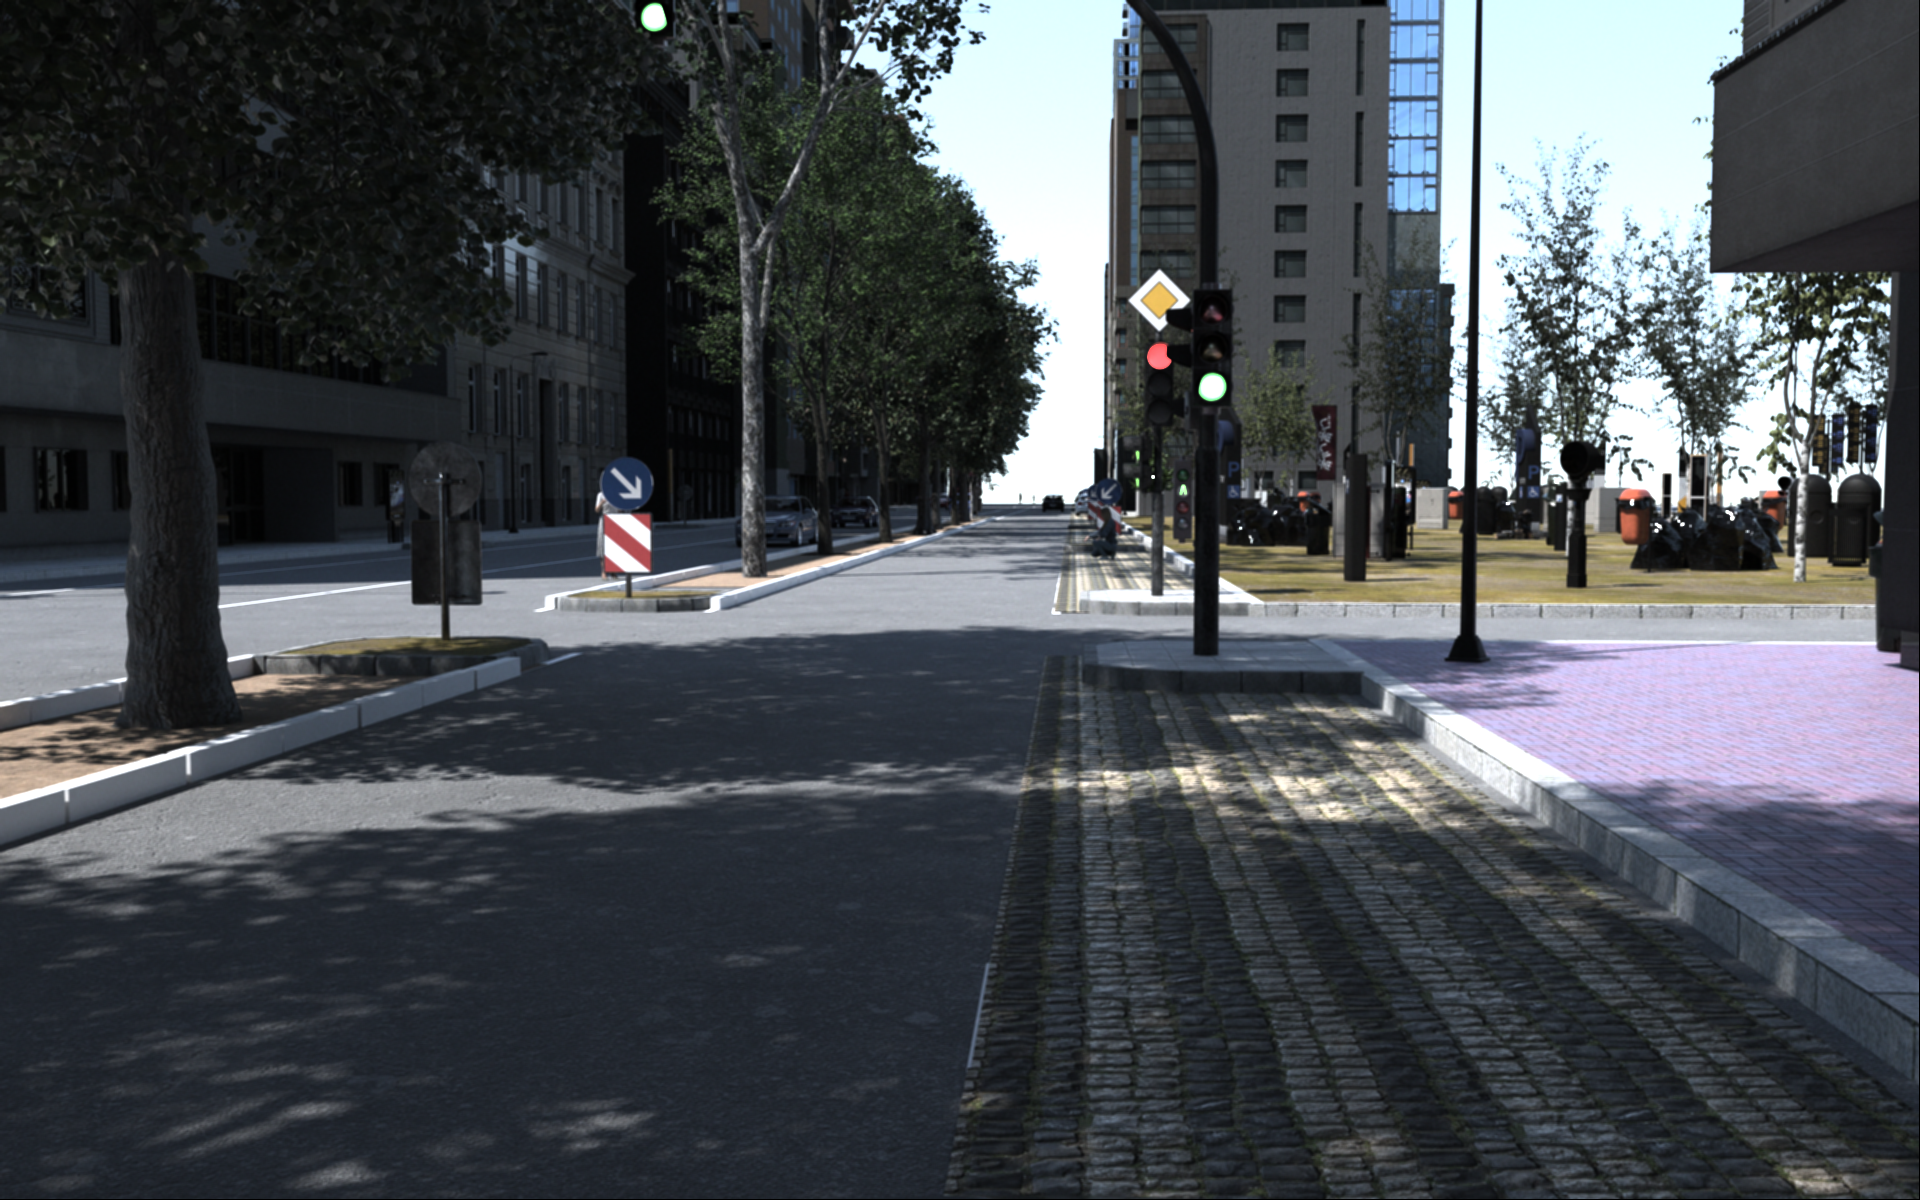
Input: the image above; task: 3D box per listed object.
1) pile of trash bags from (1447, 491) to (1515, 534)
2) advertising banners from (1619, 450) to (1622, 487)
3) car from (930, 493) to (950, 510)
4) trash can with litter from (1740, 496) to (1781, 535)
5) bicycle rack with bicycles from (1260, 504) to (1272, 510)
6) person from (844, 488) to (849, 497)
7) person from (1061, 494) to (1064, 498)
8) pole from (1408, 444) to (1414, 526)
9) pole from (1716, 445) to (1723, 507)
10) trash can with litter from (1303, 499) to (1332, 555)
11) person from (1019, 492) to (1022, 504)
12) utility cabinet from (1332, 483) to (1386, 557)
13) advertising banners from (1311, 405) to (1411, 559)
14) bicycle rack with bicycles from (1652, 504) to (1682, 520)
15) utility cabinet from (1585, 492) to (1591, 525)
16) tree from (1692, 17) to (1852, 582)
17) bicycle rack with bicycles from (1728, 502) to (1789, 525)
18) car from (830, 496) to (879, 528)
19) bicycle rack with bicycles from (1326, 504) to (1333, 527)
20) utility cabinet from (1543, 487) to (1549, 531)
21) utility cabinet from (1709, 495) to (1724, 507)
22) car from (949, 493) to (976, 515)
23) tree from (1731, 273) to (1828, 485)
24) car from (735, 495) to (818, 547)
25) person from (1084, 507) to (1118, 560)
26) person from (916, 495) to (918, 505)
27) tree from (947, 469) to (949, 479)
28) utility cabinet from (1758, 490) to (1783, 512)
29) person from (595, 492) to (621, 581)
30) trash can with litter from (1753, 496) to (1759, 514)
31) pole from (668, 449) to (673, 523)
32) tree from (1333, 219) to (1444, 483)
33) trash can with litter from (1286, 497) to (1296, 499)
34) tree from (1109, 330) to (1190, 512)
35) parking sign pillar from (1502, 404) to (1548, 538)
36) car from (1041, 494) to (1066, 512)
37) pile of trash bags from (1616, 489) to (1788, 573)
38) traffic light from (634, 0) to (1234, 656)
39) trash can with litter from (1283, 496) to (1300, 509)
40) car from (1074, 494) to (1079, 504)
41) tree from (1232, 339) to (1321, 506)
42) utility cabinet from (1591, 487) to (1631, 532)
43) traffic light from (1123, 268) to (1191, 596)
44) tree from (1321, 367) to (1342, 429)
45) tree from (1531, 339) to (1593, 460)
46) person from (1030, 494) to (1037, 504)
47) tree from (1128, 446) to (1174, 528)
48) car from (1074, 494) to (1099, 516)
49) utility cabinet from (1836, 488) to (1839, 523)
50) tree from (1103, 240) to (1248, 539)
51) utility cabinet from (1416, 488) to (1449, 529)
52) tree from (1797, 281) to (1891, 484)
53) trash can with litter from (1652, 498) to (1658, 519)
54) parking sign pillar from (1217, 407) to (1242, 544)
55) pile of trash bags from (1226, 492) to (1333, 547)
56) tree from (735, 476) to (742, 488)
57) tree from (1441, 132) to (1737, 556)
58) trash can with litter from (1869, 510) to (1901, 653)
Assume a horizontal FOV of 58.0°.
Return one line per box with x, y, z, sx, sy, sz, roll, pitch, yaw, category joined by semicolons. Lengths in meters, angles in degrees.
17.245;-2.886;56.933;3.447;1.369;1.912;-3;4;-36;pile of trash bags
26.099;-4.401;68.145;0.090;3.025;2.074;2;4;31;advertising banners
-1.817;-9.062;157.202;2.155;1.783;4.494;0;4;5;car
24.709;-2.674;54.784;1.678;1.210;2.233;-1;4;-14;trash can with litter
10.807;-3.055;63.324;2.925;0.926;2.852;1;4;22;bicycle rack with bicycles
-7.346;-6.295;111.362;0.705;1.831;1.348;-2;4;-24;person
13.923;-13.830;237.805;0.799;1.438;0.628;0;4;-1;person
18.293;-4.673;70.246;0.158;3.312;0.155;0;3;0;pole
31.483;-4.770;71.839;0.158;3.312;0.155;0;3;0;pole
7.783;-1.537;36.514;1.055;1.170;0.624;0;4;3;trash can with litter
8.552;-14.256;242.108;0.617;1.759;0.750;-2;4;-34;person
8.173;-1.619;35.147;1.173;1.500;0.318;0;4;8;utility cabinet
7.909;-2.325;34.199;2.074;3.025;0.090;-1;4;-9;advertising banners
25.081;-2.998;62.398;2.852;0.926;2.925;-1;4;-15;bicycle rack with bicycles
25.899;-3.873;72.001;1.173;1.500;0.318;2;4;34;utility cabinet
12.474;-4.568;25.043;4.737;8.622;4.395;0;3;0;tree
34.205;-3.588;72.052;2.852;0.926;2.925;-1;4;-15;bicycle rack with bicycles
-4.526;-3.781;74.404;1.945;1.354;3.894;0;4;4;car
14.020;-3.084;63.805;2.852;0.926;2.925;-2;4;-29;bicycle rack with bicycles
18.115;-2.717;53.098;0.318;1.500;1.173;1;4;11;utility cabinet
38.687;-4.760;88.983;0.306;1.237;1.020;-2;4;-27;utility cabinet
0.248;-6.885;122.158;1.945;1.707;3.694;0;4;6;car
18.821;-5.737;44.160;4.360;8.622;3.978;0;3;0;tree
-5.040;-2.221;48.323;2.014;1.417;4.499;0;4;5;car
3.062;-1.434;37.439;0.738;1.151;1.012;0;4;2;person
-3.201;-7.533;134.893;0.421;1.427;0.697;-1;4;-9;person
-2.267;-18.805;257.818;4.737;8.622;4.395;0;3;0;tree
40.607;-4.769;86.653;1.173;1.500;0.318;0;4;5;utility cabinet
-5.798;-1.203;28.737;0.480;1.755;0.524;-2;4;-35;person
40.864;-4.776;89.473;0.624;1.170;1.055;-3;4;-39;trash can with litter
-13.042;-5.145;77.956;0.158;3.312;0.155;0;3;0;pole
12.106;-5.938;47.451;4.360;8.622;3.978;0;3;0;tree
15.080;-4.130;78.919;0.624;1.170;1.055;1;4;21;trash can with litter
8.831;-7.754;77.148;4.737;8.622;4.395;0;3;0;tree
16.862;-3.847;51.378;1.447;3.967;1.447;0;4;5;parking sign pillar
7.514;-7.930;139.447;2.009;1.686;4.222;0;4;4;car
12.229;-1.196;29.301;3.447;1.369;1.912;-3;4;-38;pile of trash bags
-0.151;-2.391;13.753;4.771;5.953;1.251;0;4;4;traffic light
9.695;-2.539;52.564;2.233;1.210;1.678;2;4;25;trash can with litter
16.559;-13.840;236.514;2.015;1.641;3.980;0;4;3;car
14.442;-8.113;83.013;4.737;8.622;4.395;0;3;0;tree
21.598;-2.977;57.352;1.173;1.500;0.318;-1;4;-13;utility cabinet
2.469;-2.006;21.724;0.839;4.253;0.868;0;4;4;traffic light
17.251;-8.482;89.037;4.737;8.622;4.395;0;3;0;tree
28.202;-7.893;79.417;4.737;8.622;4.395;0;3;0;tree
10.287;-14.046;241.374;0.991;1.433;0.599;0;4;4;person
7.615;-4.557;69.102;1.663;3.219;1.824;0;3;0;tree
8.425;-6.188;113.172;2.014;1.417;4.499;0;4;3;car
32.654;-3.384;64.000;0.318;1.500;1.173;1;4;18;utility cabinet
6.372;-6.056;49.376;4.360;8.622;3.978;0;3;0;tree
17.155;-3.316;62.895;0.318;1.500;1.173;-3;4;-36;utility cabinet
30.039;-6.536;57.222;4.360;8.622;3.978;0;3;0;tree
35.549;-4.752;89.090;1.055;1.170;0.624;-3;4;-39;trash can with litter
6.950;-3.486;45.470;1.447;3.967;1.447;-1;4;-12;parking sign pillar
8.382;-2.028;42.906;3.447;1.369;1.912;0;4;-1;pile of trash bags
-13.149;-6.223;96.347;1.663;3.219;1.824;0;3;0;tree
12.670;-5.199;35.373;4.360;8.622;3.978;0;3;0;tree
7.830;-0.151;13.863;0.624;1.170;1.055;-1;4;-17;trash can with litter
